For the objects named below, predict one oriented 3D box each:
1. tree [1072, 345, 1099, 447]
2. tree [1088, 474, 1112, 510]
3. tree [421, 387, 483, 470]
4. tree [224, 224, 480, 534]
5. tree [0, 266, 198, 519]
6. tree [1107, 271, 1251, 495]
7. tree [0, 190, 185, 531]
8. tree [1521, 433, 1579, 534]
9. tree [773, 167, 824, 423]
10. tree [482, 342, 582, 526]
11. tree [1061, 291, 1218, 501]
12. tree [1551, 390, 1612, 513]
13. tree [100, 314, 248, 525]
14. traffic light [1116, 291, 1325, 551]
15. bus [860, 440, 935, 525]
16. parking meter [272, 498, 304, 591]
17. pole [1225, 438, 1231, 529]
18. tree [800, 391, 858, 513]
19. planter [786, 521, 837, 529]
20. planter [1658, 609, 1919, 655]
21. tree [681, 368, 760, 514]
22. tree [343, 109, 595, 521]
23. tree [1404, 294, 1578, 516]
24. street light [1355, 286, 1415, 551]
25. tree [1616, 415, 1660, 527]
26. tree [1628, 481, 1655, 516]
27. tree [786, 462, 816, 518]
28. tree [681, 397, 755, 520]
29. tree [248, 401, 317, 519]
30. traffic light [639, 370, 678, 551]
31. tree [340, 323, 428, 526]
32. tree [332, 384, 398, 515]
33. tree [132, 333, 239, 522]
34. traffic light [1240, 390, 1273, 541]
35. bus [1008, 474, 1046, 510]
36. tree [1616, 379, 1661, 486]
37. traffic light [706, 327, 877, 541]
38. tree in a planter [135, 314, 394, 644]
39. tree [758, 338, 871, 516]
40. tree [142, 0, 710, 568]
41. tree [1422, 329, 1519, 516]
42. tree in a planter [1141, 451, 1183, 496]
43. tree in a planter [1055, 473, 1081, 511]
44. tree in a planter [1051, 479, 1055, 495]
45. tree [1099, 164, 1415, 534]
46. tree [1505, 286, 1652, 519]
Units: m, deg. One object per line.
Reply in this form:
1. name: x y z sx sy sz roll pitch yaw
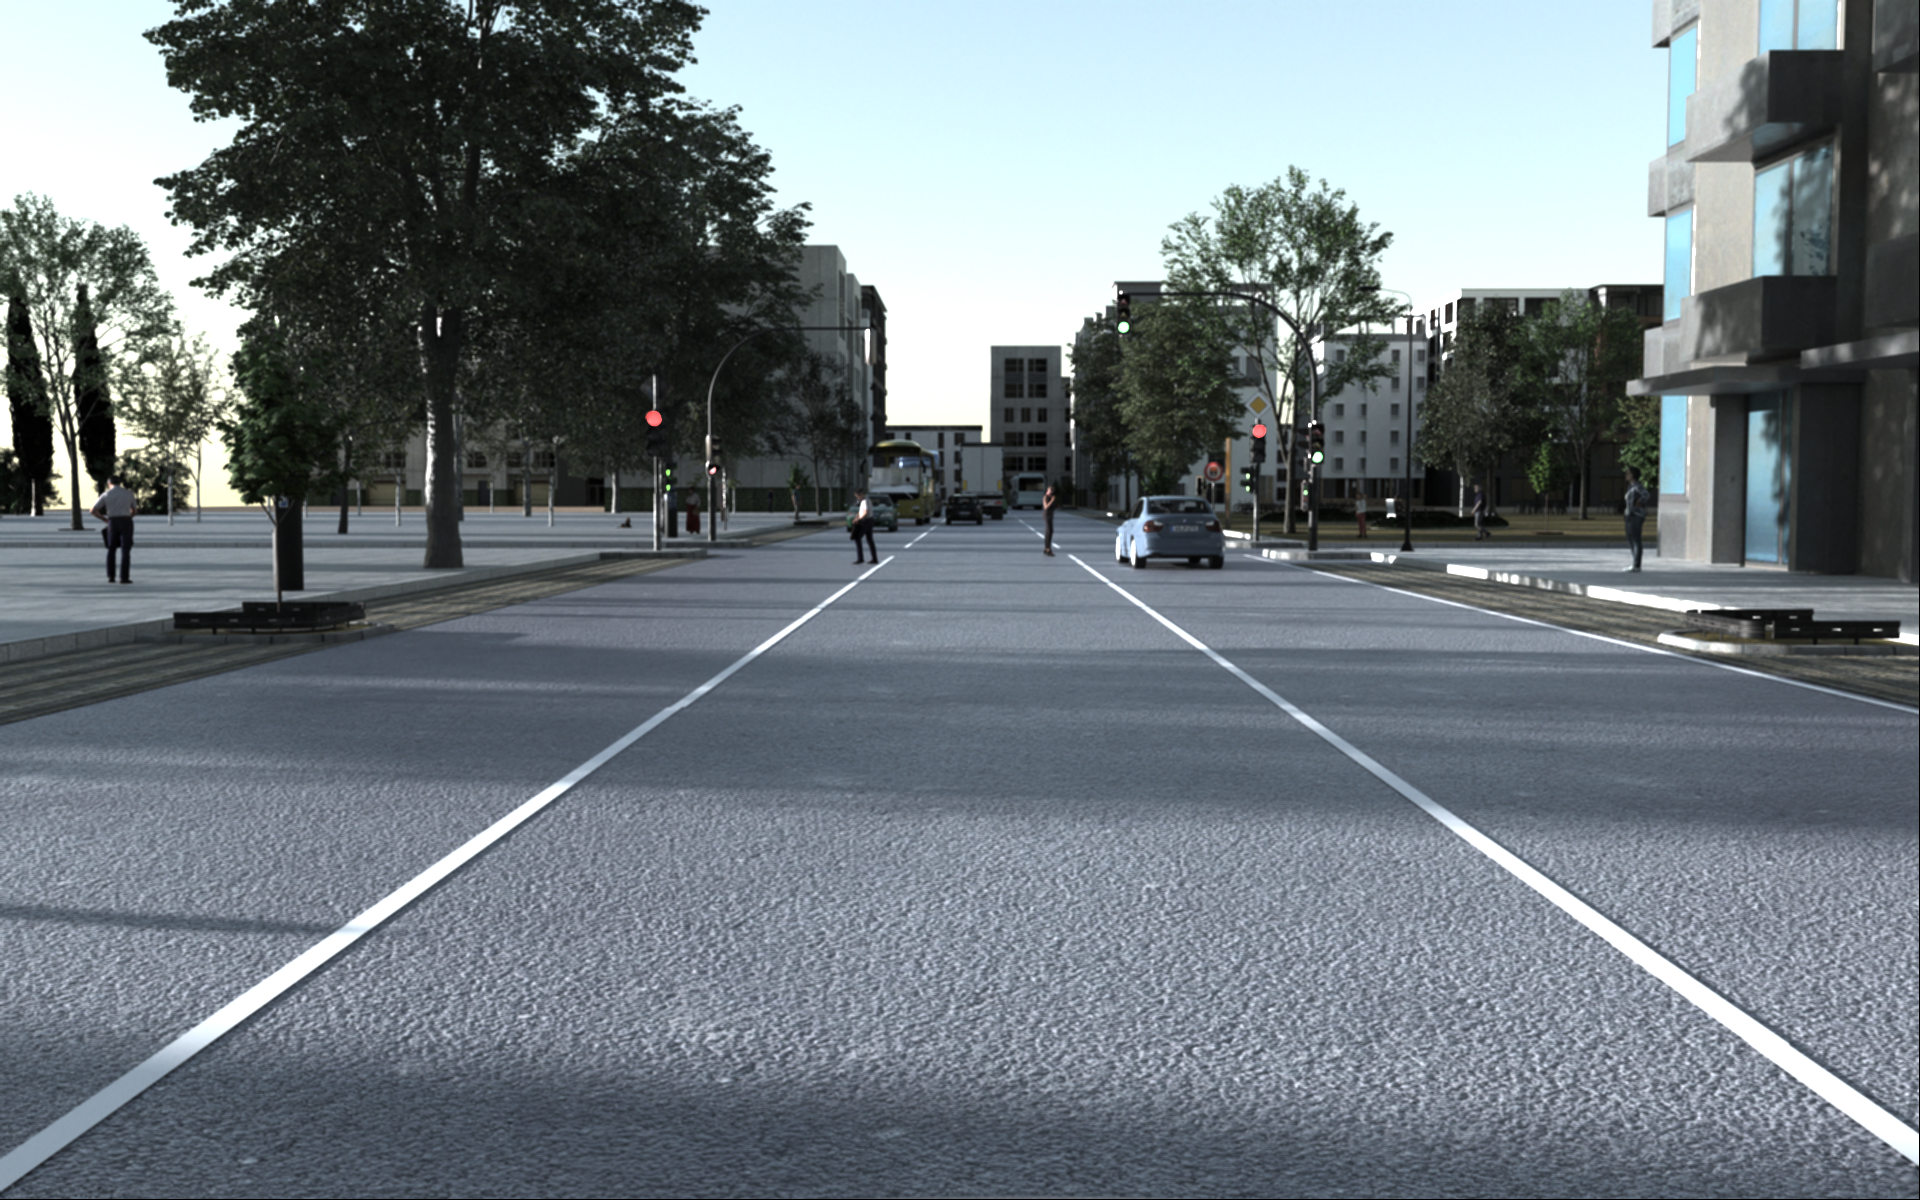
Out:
1. tree: 11.443 -11.804 118.754 9.928 11.665 9.643 0 3 0
2. tree: 11.630 -9.172 144.569 1.663 3.219 1.824 0 3 0
3. tree: -32.848 -9.854 111.475 4.360 8.622 3.978 0 3 0
4. tree: -19.764 -7.425 55.805 7.601 10.594 8.767 2 4 26
5. tree: -57.238 -12.532 106.717 18.604 14.587 13.155 1 4 12
6. tree: 11.179 -10.391 88.026 7.486 12.596 7.792 0 3 0
7. tree: -31.325 -8.255 60.731 9.928 11.665 9.643 0 3 0
8. tree: 18.766 -3.711 55.281 1.663 3.219 1.824 0 3 0
9. tree: -9.385 -9.113 55.652 9.857 13.997 8.962 0 3 0
10. tree: -16.393 -7.252 68.927 4.360 8.622 3.978 0 3 0
11. tree: 11.249 -12.319 108.064 9.857 13.997 8.962 0 3 0
12. tree: 42.125 -10.295 118.685 4.360 8.622 3.978 0 3 0
13. tree: -32.488 -7.362 70.726 4.737 8.622 4.395 0 3 0
14. traffic light: 5.872 -3.935 39.002 4.771 5.953 1.251 0 4 1
15. bus: -2.748 -5.561 82.471 2.896 3.916 12.252 0 4 2
16. parking meter: -8.947 -0.895 23.042 0.372 1.533 0.369 0 3 0
17. pole: 9.738 -4.221 62.861 0.158 3.312 0.155 0 3 0
18. tree: -8.551 -10.030 114.355 4.360 8.622 3.978 0 3 0
19. planter: -6.151 -3.114 72.048 1.991 0.319 1.994 0 4 1
20. planter: 7.711 0.298 16.273 1.991 0.319 1.994 0 4 1
21. tree: -14.604 -9.284 102.148 4.737 8.622 4.395 0 3 0
22. tree: -22.616 -13.800 81.514 12.611 20.169 13.585 0 3 0
23. tree: 30.514 -11.165 99.562 9.611 12.733 9.660 0 3 0
24. street light: 9.506 -4.049 38.736 1.470 5.913 1.316 0 4 1
25. tree: 27.647 -5.178 68.366 4.285 4.588 4.351 0 3 0
26. tree: 40.190 -6.581 102.204 1.663 3.219 1.824 0 3 0
27. tree: -8.996 -6.126 94.767 1.663 3.219 1.824 0 3 0
28. tree: -11.857 -8.317 86.349 4.360 8.622 3.978 0 3 0
29. tree: -35.510 -8.441 88.378 4.737 8.622 4.395 0 3 0
30. traffic light: -6.856 -3.081 39.290 0.839 4.253 0.868 0 4 1
31. tree: -22.792 -7.314 69.944 4.737 8.622 4.395 0 3 0
32. tree: -35.847 -9.388 103.855 4.360 8.622 3.978 0 3 0
33. tree: -34.925 -7.849 78.686 4.360 8.622 3.978 0 3 0
34. traffic light: 8.067 -3.558 47.101 0.839 4.253 0.868 0 4 1
35. bus: 6.221 -10.185 161.387 2.948 3.499 13.247 0 4 -1
36. tree: 32.049 -7.804 77.955 4.737 8.622 4.395 0 3 0
37. traffic light: -4.660 -4.441 47.283 4.771 5.953 1.251 0 4 1
38. tree in a planter: -6.848 -1.230 17.336 1.991 3.239 1.994 0 4 1
39. tree: -8.672 -10.286 102.586 7.601 10.594 8.767 1 4 8
40. tree: -8.886 -7.530 29.768 9.857 13.997 8.962 0 3 0
41. tree: 22.960 -7.817 78.163 4.360 8.622 3.978 0 3 0
42. tree in a planter: 8.431 -4.610 72.596 1.991 3.239 1.994 0 4 1
43. tree in a planter: 9.421 -9.301 149.296 1.991 3.239 1.994 0 4 1
44. tree in a planter: 9.763 -10.971 176.595 1.991 3.239 1.994 0 4 1
45. tree: 10.613 -7.976 56.163 9.928 11.665 9.643 0 3 0
46. tree: 31.512 -9.905 87.704 9.928 11.665 9.643 0 3 0
